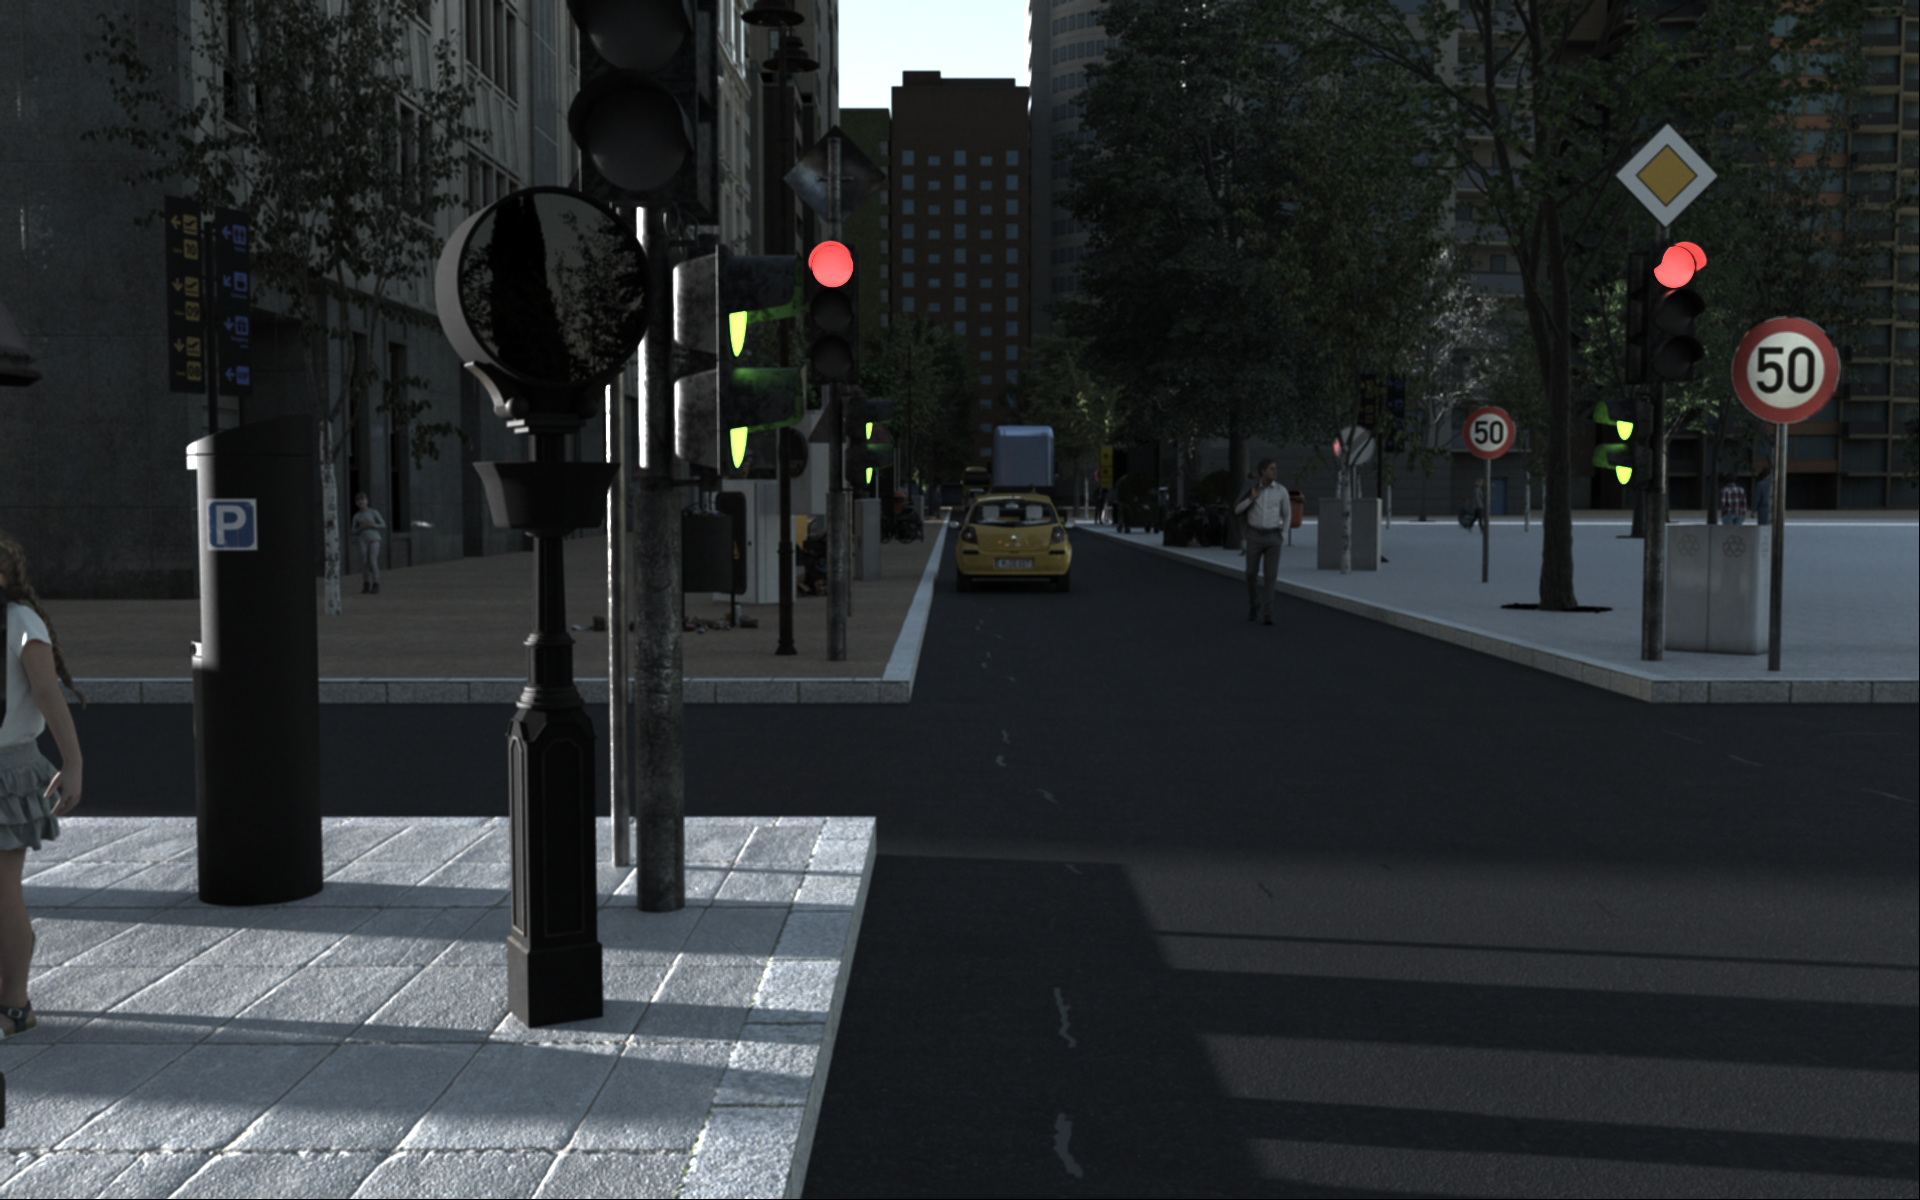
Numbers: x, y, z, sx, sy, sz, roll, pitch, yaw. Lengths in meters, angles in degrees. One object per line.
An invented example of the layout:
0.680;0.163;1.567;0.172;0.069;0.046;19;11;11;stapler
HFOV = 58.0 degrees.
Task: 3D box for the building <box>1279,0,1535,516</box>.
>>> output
25.041;-34.938;113.230;21.231;58.520;28.212;0;4;0;building

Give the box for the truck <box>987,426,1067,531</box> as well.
2.348;-4.457;62.623;2.967;4.110;18.799;0;4;2;truck

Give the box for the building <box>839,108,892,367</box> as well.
-14.180;-30.782;186.882;14.086;41.232;14.154;0;4;0;building

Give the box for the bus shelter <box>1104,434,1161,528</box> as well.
6.794;-4.719;68.431;1.731;3.624;6.357;0;4;0;bus shelter

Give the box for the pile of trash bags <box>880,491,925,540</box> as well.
-1.915;-2.466;50.075;1.912;1.369;3.447;0;4;4;pile of trash bags

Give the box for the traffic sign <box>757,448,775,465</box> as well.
-3.163;-1.838;30.152;0.768;2.556;0.104;0;4;3;traffic sign

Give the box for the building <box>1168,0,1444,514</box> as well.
24.668;-36.673;141.608;21.231;58.520;28.212;0;4;0;building

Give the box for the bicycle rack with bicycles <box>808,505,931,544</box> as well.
-2.202;-1.978;45.727;2.925;0.926;2.852;3;5;40;bicycle rack with bicycles

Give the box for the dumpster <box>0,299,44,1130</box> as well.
-1.829;0.265;1.419;1.264;1.857;1.865;0;3;0;dumpster

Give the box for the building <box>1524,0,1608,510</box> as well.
45.276;-30.485;148.536;14.200;45.320;14.600;0;4;0;building

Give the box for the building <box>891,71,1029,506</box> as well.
-0.017;-32.828;186.853;14.200;45.320;14.600;0;4;0;building

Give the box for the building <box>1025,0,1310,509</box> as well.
21.553;-39.619;189.770;28.212;58.520;21.231;0;4;0;building

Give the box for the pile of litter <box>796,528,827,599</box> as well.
-2.044;-0.498;22.099;1.176;0.858;1.719;1;4;13;pile of litter

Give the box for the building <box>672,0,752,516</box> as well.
-16.006;-17.374;69.965;13.634;28.700;20.117;0;4;0;building

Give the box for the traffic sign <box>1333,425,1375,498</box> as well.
7.294;-1.960;32.147;0.768;2.556;0.104;0;4;8;traffic sign

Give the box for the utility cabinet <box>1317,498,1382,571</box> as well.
6.586;-1.108;29.277;1.020;1.237;0.306;2;4;30;utility cabinet

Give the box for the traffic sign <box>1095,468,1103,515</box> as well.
6.631;-4.889;80.047;0.768;2.556;0.104;0;4;5;traffic sign

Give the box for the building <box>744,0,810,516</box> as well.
-25.085;-24.956;99.905;32.217;40.220;23.993;0;4;0;building

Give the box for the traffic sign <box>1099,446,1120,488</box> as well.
7.003;-4.834;72.903;2.265;3.308;0.079;1;4;9;traffic sign

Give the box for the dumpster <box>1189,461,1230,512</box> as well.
7.684;-2.990;51.373;1.502;2.255;1.985;0;4;0;dumpster

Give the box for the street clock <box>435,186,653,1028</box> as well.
-1.001;0.021;4.222;0.471;2.002;0.358;-2;4;-30;street clock

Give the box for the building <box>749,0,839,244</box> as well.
-23.672;-33.766;141.307;27.495;52.752;28.713;0;4;0;building

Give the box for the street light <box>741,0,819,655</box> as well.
-1.391;-2.501;13.683;0.468;5.910;1.993;0;4;0;street light

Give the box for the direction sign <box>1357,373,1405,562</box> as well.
7.907;-2.484;32.612;0.876;3.537;0.379;1;4;18;direction sign

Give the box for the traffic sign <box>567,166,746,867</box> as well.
-1.171;-0.361;5.907;0.884;2.594;0.081;0;4;4;traffic sign

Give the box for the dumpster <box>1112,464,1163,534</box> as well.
5.818;-3.318;56.740;1.502;2.255;1.985;0;4;0;dumpster

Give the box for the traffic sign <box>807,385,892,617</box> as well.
-1.156;-1.106;18.081;0.884;2.594;0.081;0;4;3;traffic sign

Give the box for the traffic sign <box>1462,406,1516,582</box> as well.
7.630;-1.528;25.089;0.768;2.556;0.104;0;4;1;traffic sign

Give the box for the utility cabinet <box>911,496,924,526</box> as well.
-1.951;-3.600;70.023;1.020;1.237;0.306;2;4;30;utility cabinet

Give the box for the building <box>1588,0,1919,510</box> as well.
67.379;-30.069;146.253;28.867;44.769;22.147;0;4;0;building

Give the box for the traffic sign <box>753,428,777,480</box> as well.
-2.638;-1.529;25.107;0.768;2.556;0.104;0;4;8;traffic sign

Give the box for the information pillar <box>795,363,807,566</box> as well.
-2.912;-2.418;30.881;0.183;3.616;0.504;3;5;39;information pillar

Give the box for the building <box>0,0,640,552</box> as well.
-16.665;-14.194;50.096;12.078;24.808;19.932;0;4;0;building

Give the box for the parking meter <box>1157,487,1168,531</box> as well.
7.049;-3.167;60.197;0.372;1.533;0.369;0;3;0;parking meter

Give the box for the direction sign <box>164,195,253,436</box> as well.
-5.868;-1.322;13.614;0.379;3.537;0.876;1;4;18;direction sign

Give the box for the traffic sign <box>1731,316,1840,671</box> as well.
5.920;-0.759;12.517;0.768;2.556;0.104;0;4;2;traffic sign

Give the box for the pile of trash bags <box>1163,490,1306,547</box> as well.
6.753;-2.005;42.542;3.447;1.369;1.912;0;4;-1;pile of trash bags

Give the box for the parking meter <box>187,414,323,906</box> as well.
-2.247;0.177;5.525;0.372;1.533;0.369;0;3;0;parking meter

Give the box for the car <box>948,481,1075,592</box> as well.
0.807;-1.016;26.838;2.015;1.641;3.980;0;4;1;car

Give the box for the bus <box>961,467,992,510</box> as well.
1.509;-10.132;157.198;2.896;3.916;12.252;0;3;0;bus

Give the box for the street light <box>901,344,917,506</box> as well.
-1.553;-4.935;53.467;0.468;5.910;1.993;0;4;0;street light

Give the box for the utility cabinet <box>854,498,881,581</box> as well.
-1.403;-0.912;26.074;0.306;1.237;1.020;-1;4;-10;utility cabinet

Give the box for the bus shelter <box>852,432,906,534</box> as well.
-3.070;-4.993;59.269;2.179;5.291;8.768;0;3;0;bus shelter

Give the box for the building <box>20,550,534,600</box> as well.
-15.349;-12.977;30.204;12.078;24.808;19.932;0;4;0;building

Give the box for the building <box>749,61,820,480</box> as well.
-17.196;-21.256;119.240;14.160;30.474;14.107;0;4;0;building
